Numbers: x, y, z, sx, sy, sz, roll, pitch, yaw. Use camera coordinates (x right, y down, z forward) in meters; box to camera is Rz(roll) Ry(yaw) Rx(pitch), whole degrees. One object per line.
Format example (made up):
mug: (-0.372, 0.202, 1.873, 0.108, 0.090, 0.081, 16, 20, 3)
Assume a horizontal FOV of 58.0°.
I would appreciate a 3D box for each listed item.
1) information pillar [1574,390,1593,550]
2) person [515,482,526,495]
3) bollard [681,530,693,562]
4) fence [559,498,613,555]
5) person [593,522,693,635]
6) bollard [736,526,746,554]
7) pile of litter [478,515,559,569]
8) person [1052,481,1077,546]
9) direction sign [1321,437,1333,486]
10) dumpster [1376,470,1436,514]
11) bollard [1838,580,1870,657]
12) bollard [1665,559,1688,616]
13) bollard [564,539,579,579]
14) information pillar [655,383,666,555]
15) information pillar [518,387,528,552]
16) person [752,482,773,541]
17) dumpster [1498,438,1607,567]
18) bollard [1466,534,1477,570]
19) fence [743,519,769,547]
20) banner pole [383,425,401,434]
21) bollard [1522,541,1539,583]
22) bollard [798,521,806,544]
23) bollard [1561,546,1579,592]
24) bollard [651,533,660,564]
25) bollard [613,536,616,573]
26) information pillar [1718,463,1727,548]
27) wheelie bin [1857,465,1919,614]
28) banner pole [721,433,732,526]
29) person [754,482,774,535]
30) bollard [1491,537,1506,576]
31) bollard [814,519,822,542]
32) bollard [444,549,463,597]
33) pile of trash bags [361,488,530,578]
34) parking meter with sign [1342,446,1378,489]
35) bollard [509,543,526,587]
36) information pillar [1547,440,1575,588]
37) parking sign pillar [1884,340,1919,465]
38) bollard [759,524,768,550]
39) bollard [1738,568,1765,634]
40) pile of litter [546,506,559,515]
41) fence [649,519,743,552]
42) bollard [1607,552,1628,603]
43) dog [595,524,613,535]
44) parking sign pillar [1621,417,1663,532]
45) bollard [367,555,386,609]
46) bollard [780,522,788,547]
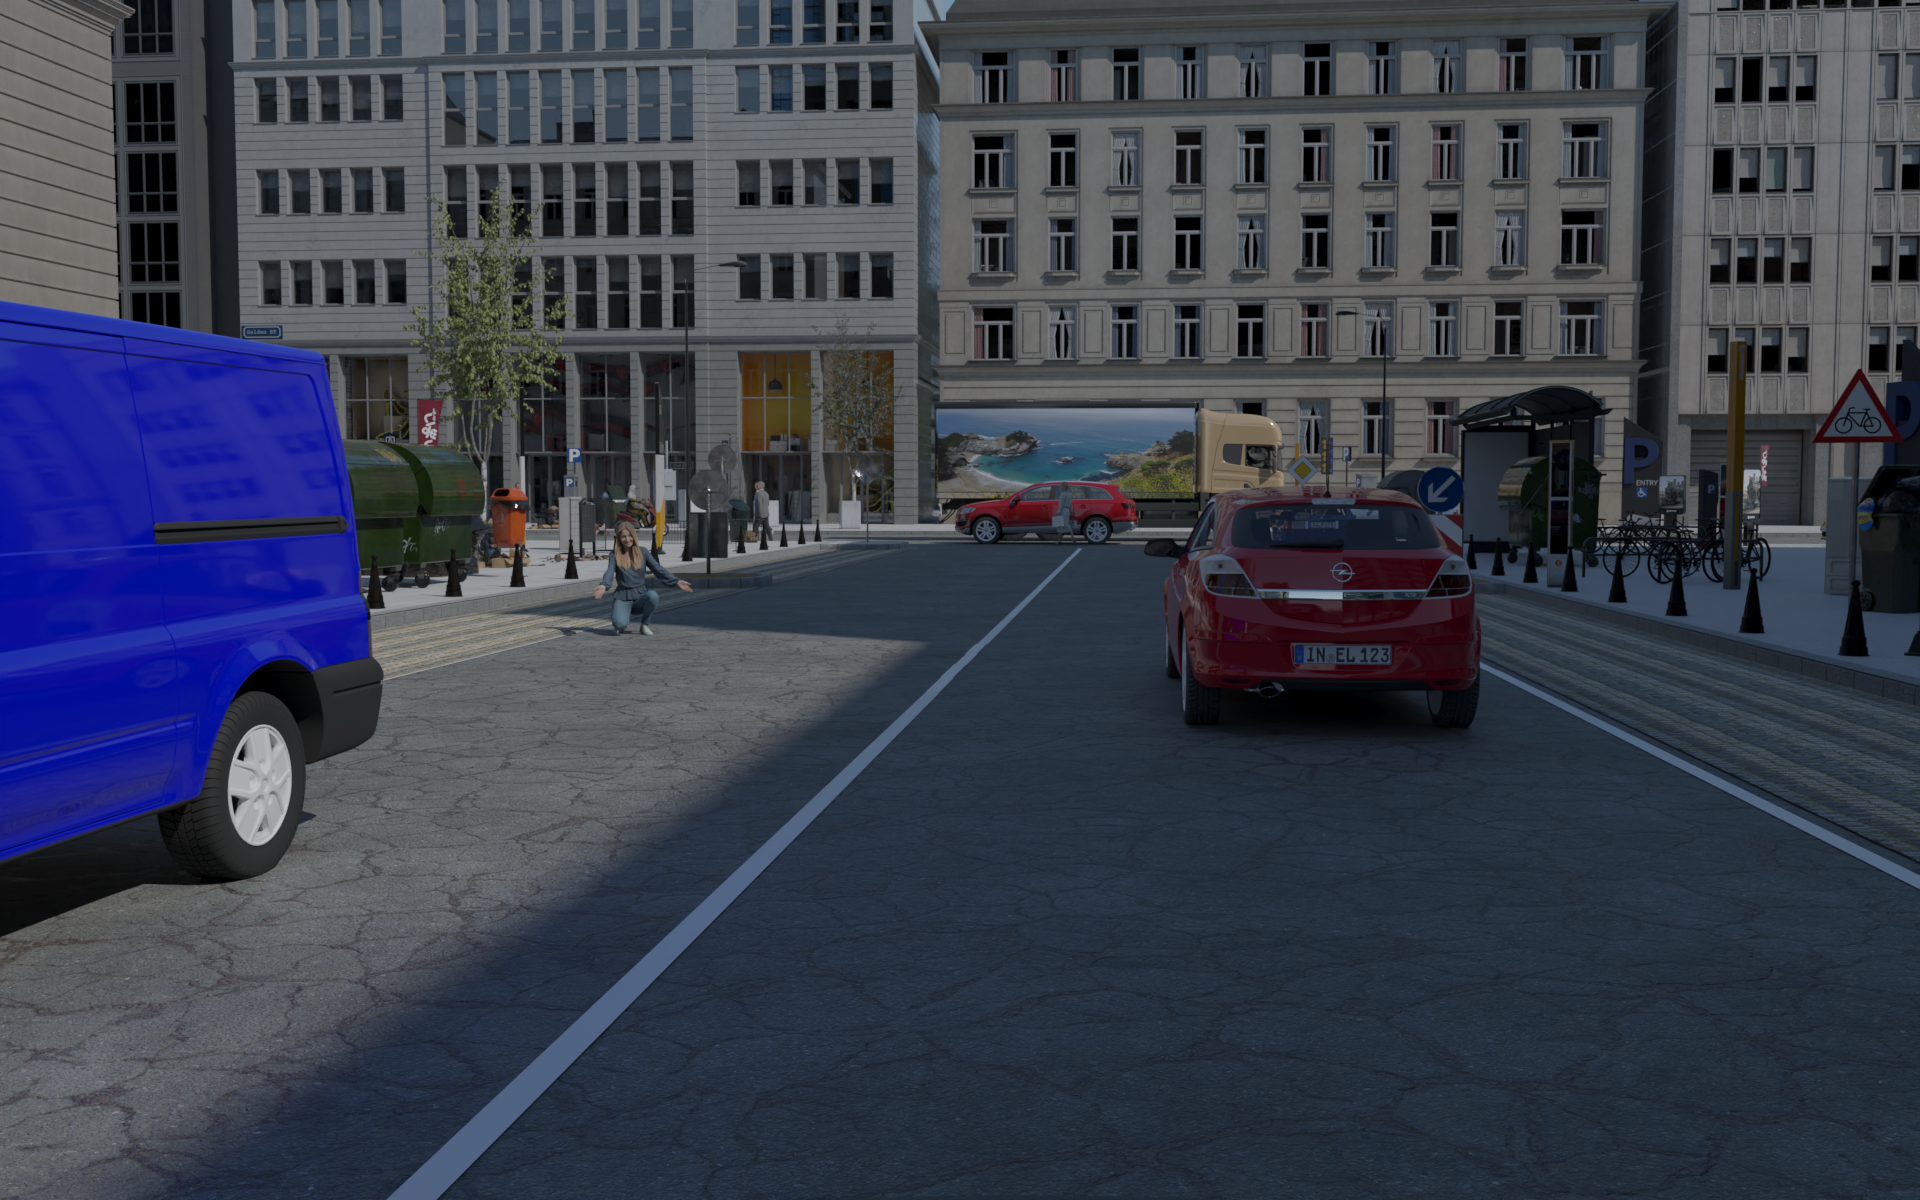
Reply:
information pillar: (14.143, -2.937, 39.370, 0.183, 3.616, 0.504, -2, 4, -29)
person: (-14.220, -2.872, 55.583, 0.598, 1.807, 0.434, 0, 4, 1)
bollard: (-5.183, -1.031, 32.897, 0.229, 0.601, 0.229, 0, 3, 0)
fence: (-8.103, -1.625, 37.764, 0.480, 1.192, 2.264, 1, 4, 9)
person: (-3.241, -0.222, 17.626, 1.012, 1.151, 0.738, -1, 4, -16)
bollard: (-4.726, -1.306, 37.396, 0.229, 0.601, 0.229, 0, 3, 0)
pile of litter: (-8.088, -1.008, 30.441, 1.719, 0.858, 1.176, -2, 4, -29)
person: (2.929, -2.402, 48.118, 0.694, 1.780, 0.624, -3, 5, -44)
direction sign: (14.667, -4.724, 69.242, 0.379, 3.537, 0.876, 3, 5, 42)
dumpster: (10.848, -2.216, 41.992, 1.264, 1.857, 1.865, 0, 4, 6)
bollard: (7.102, 0.140, 13.745, 0.229, 0.601, 0.229, 0, 3, 0)
bollard: (7.561, -0.135, 18.257, 0.229, 0.601, 0.229, 0, 3, 0)
bollard: (-5.869, -0.618, 26.141, 0.229, 0.601, 0.229, 0, 3, 0)
information pillar: (-6.368, -2.776, 36.747, 0.183, 3.616, 0.504, 0, 4, 2)
information pillar: (-9.693, -2.873, 38.326, 0.183, 3.616, 0.504, -1, 4, -19)
person: (-5.570, -2.392, 48.008, 0.834, 1.777, 0.661, 1, 4, 9)
dumpster: (10.619, -1.749, 31.084, 1.502, 2.255, 1.985, 0, 4, 6)
bollard: (8.711, -0.824, 29.516, 0.229, 0.601, 0.229, 0, 3, 0)
fence: (-5.618, -1.601, 41.547, 2.069, 0.683, 0.278, -1, 4, -20)
banner pole: (-20.431, -4.441, 62.627, 0.863, 3.779, 0.401, 1, 4, 12)
bollard: (8.249, -0.549, 25.024, 0.229, 0.601, 0.229, 0, 3, 0)
bollard: (-4.036, -1.719, 44.141, 0.229, 0.601, 0.229, 0, 3, 0)
bollard: (8.019, -0.411, 22.769, 0.229, 0.601, 0.229, 0, 3, 0)
bollard: (-5.414, -0.894, 30.652, 0.229, 0.601, 0.229, 0, 3, 0)
bollard: (-5.638, -0.755, 28.385, 0.229, 0.601, 0.229, 0, 3, 0)
information pillar: (18.332, -2.252, 41.310, 0.304, 2.012, 0.304, -1, 4, -16)
wheelie bin: (10.238, -0.665, 18.789, 0.980, 1.594, 0.693, -1, 4, -16)
banner pole: (-9.506, -4.937, 70.742, 0.401, 3.779, 0.863, -3, 5, -40)
person: (-6.741, -3.090, 58.871, 0.795, 1.843, 0.661, -2, 4, -28)
bollard: (8.478, -0.687, 27.268, 0.229, 0.601, 0.229, 0, 3, 0)
bollard: (-3.811, -1.856, 46.390, 0.229, 0.601, 0.229, 0, 3, 0)
bollard: (-6.331, -0.343, 21.643, 0.229, 0.601, 0.229, 0, 3, 0)
pile of trash bags: (-8.156, -1.075, 27.323, 3.447, 1.369, 1.912, 2, 4, 28)
parking meter with sign: (14.959, -4.121, 63.644, 1.738, 3.016, 0.543, -1, 4, -15)
bollard: (-6.106, -0.480, 23.888, 0.229, 0.601, 0.229, 0, 3, 0)
information pillar: (8.253, -1.181, 23.803, 0.304, 2.012, 0.304, 2, 4, 24)
parking sign pillar: (16.392, -2.519, 29.660, 1.447, 3.967, 1.447, 0, 4, -2)
bollard: (-4.494, -1.443, 39.641, 0.229, 0.601, 0.229, 0, 3, 0)
bollard: (7.329, 0.002, 16.013, 0.229, 0.601, 0.229, 0, 3, 0)
pile of litter: (-14.953, -3.020, 63.346, 1.719, 0.858, 1.176, 1, 4, 16)
fence: (-5.982, -1.442, 38.957, 2.069, 0.683, 0.278, 1, 4, 11)
bollard: (7.793, -0.273, 20.508, 0.229, 0.601, 0.229, 0, 3, 0)
dog: (-12.477, -2.455, 60.340, 0.748, 0.427, 0.550, 1, 4, 23)
parking sign pillar: (23.597, -4.368, 59.893, 1.447, 3.967, 1.447, 2, 4, 24)
bollard: (-6.556, -0.205, 19.396, 0.229, 0.601, 0.229, 0, 3, 0)
bollard: (-4.264, -1.581, 41.897, 0.229, 0.601, 0.229, 0, 3, 0)
